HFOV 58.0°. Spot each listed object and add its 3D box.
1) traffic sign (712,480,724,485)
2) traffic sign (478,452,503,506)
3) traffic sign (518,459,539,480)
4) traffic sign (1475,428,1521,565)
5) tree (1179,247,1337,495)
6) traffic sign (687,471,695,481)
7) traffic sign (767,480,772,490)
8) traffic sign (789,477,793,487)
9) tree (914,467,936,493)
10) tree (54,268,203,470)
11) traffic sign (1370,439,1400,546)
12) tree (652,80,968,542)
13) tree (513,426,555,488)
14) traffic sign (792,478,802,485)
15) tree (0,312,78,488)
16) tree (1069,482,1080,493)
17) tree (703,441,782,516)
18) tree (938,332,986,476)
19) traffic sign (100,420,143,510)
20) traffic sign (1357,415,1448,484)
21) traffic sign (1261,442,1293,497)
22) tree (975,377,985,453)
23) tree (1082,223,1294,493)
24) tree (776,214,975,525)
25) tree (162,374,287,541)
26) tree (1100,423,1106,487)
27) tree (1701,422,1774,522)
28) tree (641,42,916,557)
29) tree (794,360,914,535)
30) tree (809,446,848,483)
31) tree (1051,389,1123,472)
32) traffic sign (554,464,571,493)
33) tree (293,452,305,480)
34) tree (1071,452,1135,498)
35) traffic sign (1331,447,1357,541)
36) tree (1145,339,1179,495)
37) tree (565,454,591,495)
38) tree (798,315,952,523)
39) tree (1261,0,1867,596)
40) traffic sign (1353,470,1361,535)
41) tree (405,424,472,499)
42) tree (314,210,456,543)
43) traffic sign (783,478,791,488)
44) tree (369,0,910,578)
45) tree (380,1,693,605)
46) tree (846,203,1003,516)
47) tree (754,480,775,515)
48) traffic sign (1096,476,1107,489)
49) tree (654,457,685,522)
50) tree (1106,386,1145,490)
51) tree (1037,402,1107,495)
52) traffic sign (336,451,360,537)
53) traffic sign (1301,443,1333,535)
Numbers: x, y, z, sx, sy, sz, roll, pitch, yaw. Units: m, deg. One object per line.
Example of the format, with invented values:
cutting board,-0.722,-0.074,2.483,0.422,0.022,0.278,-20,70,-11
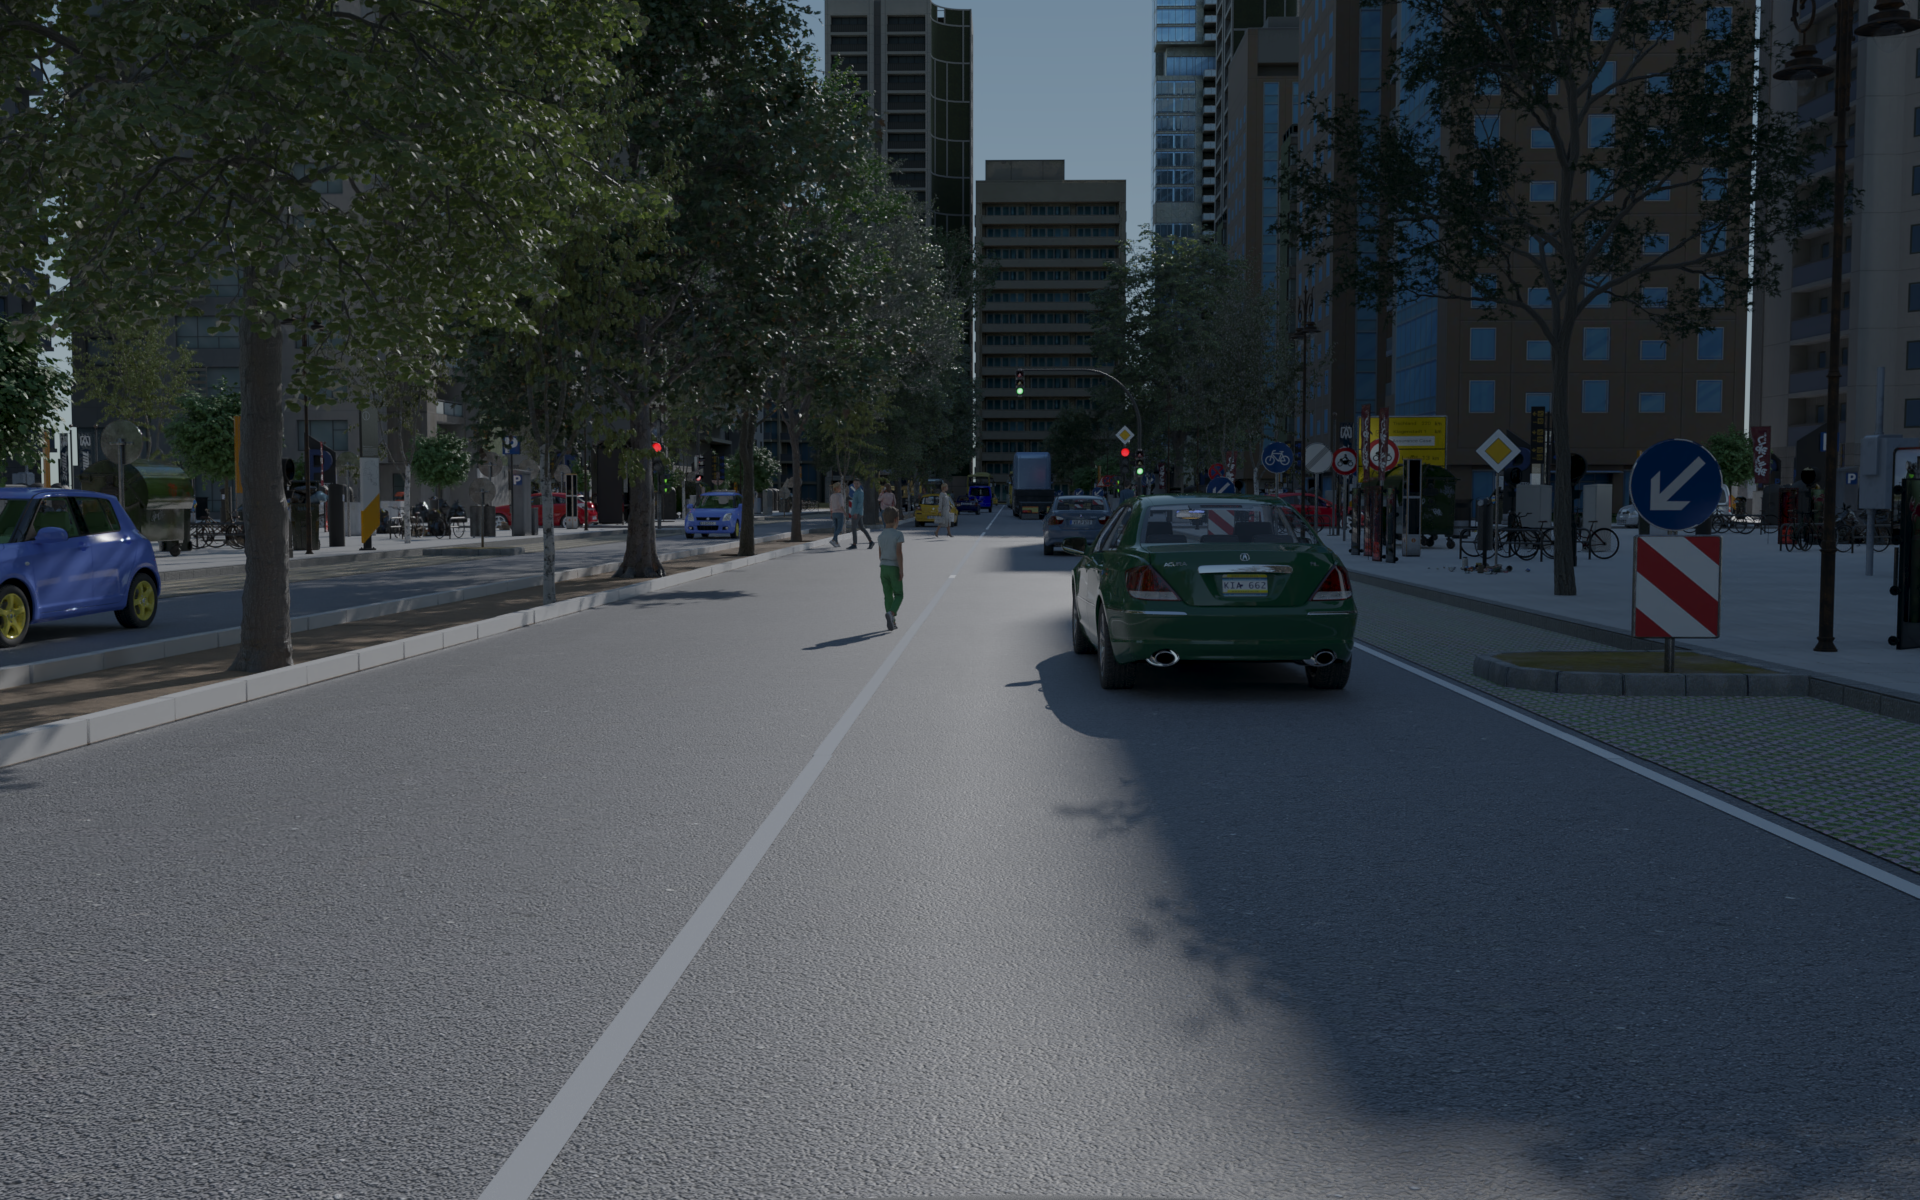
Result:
traffic sign,-13.879,-6.059,99.172,0.768,2.556,0.104,1,4,10
traffic sign,-14.109,-3.175,52.017,0.768,2.556,0.104,0,4,6
traffic sign,-15.604,-3.824,62.632,0.768,2.556,0.104,0,4,5
traffic sign,9.472,-1.796,30.544,0.795,2.450,0.064,0,4,6
tree,8.899,-6.180,51.398,4.360,8.622,3.978,0,3,0
traffic sign,-15.001,-5.948,97.348,0.768,2.556,0.104,0,4,7
traffic sign,-14.045,-7.610,126.554,0.606,2.300,0.079,0,4,5
traffic sign,-12.203,-7.761,127.004,0.768,2.556,0.104,0,4,7
tree,-3.049,-9.261,104.231,4.737,8.622,4.395,0,3,0
tree,-24.218,-6.154,50.979,4.737,8.622,4.395,0,3,0
traffic sign,9.606,-2.408,39.470,0.768,2.556,0.104,0,4,6
tree,-4.850,-8.455,51.062,12.009,13.543,11.850,0,3,0
tree,-25.223,-9.428,104.516,4.360,8.622,3.978,0,3,0
traffic sign,-11.739,-7.621,124.717,0.768,2.556,0.104,0,4,4
tree,-15.281,-2.617,26.499,4.285,4.588,4.351,0,3,0
tree,13.239,-12.492,198.851,1.663,3.219,1.824,0,3,0
tree,-12.122,-7.203,101.478,4.285,4.588,4.351,0,3,0
tree,-3.412,-10.728,94.864,9.611,12.733,9.660,0,3,0
traffic sign,-14.396,-1.812,29.738,0.768,2.556,0.104,0,4,5
traffic sign,11.450,-3.123,44.941,2.265,3.308,0.079,1,4,9
traffic sign,7.751,-2.585,42.370,0.768,2.556,0.104,0,4,5
tree,-2.603,-13.254,125.822,9.857,13.997,8.962,0,3,0
tree,10.475,-10.703,81.643,9.857,13.997,8.962,0,3,0
tree,-4.060,-10.229,76.363,9.857,13.997,8.962,0,3,0
tree,-20.129,-3.904,47.539,4.285,4.588,4.351,0,3,0
tree,10.162,-9.412,104.242,4.360,8.622,3.978,0,3,0
tree,34.983,-5.810,78.708,4.285,4.588,4.351,0,3,0
tree,-4.801,-6.800,39.388,9.928,11.665,9.643,0,3,0
tree,-4.031,-6.563,60.131,4.737,8.622,4.395,0,3,0
tree,-10.412,-13.689,158.221,7.601,10.594,8.767,0,4,4
tree,12.187,-13.432,154.023,8.767,10.594,7.601,-1,4,-19
traffic sign,-17.011,-4.523,74.049,0.768,2.556,0.104,0,4,5
tree,-30.328,-5.234,80.175,1.663,3.219,1.824,0,3,0
tree,11.312,-8.845,128.322,4.285,4.588,4.351,0,3,0
traffic sign,10.458,-2.873,47.072,0.768,2.556,0.104,0,4,8
tree,8.782,-6.554,57.514,4.360,8.622,3.978,0,3,0
tree,-18.373,-5.429,83.359,1.663,3.219,1.824,0,3,0
tree,-4.257,-10.066,85.171,7.486,12.596,7.792,0,3,0
tree,7.346,-5.339,21.706,7.601,10.594,8.767,0,4,0
traffic sign,12.457,-3.291,53.917,0.768,2.556,0.104,0,4,3
tree,-24.468,-5.982,81.525,4.285,4.588,4.351,0,3,0
tree,-14.503,-5.789,45.018,4.360,8.622,3.978,0,3,0
traffic sign,-13.901,-8.542,139.668,0.884,2.594,0.081,0,4,3
tree,-5.469,-6.731,29.520,9.611,12.733,9.660,0,3,0
tree,-5.249,-4.218,21.790,4.737,8.622,4.395,0,3,0
tree,-4.003,-15.555,112.669,12.611,20.169,13.585,0,3,0
tree,-12.687,-7.004,109.124,1.663,3.219,1.824,0,3,0
traffic sign,10.100,-7.514,122.859,0.884,2.594,0.081,1,4,10
tree,-13.665,-5.187,79.401,1.663,3.219,1.824,0,3,0
tree,10.018,-8.648,91.755,4.360,8.622,3.978,0,3,0
tree,13.893,-18.240,215.232,9.611,12.733,9.660,0,3,0
traffic sign,-18.288,-3.159,51.760,0.768,2.556,0.104,0,4,5
traffic sign,8.872,-2.629,43.087,0.768,2.556,0.104,0,4,7
